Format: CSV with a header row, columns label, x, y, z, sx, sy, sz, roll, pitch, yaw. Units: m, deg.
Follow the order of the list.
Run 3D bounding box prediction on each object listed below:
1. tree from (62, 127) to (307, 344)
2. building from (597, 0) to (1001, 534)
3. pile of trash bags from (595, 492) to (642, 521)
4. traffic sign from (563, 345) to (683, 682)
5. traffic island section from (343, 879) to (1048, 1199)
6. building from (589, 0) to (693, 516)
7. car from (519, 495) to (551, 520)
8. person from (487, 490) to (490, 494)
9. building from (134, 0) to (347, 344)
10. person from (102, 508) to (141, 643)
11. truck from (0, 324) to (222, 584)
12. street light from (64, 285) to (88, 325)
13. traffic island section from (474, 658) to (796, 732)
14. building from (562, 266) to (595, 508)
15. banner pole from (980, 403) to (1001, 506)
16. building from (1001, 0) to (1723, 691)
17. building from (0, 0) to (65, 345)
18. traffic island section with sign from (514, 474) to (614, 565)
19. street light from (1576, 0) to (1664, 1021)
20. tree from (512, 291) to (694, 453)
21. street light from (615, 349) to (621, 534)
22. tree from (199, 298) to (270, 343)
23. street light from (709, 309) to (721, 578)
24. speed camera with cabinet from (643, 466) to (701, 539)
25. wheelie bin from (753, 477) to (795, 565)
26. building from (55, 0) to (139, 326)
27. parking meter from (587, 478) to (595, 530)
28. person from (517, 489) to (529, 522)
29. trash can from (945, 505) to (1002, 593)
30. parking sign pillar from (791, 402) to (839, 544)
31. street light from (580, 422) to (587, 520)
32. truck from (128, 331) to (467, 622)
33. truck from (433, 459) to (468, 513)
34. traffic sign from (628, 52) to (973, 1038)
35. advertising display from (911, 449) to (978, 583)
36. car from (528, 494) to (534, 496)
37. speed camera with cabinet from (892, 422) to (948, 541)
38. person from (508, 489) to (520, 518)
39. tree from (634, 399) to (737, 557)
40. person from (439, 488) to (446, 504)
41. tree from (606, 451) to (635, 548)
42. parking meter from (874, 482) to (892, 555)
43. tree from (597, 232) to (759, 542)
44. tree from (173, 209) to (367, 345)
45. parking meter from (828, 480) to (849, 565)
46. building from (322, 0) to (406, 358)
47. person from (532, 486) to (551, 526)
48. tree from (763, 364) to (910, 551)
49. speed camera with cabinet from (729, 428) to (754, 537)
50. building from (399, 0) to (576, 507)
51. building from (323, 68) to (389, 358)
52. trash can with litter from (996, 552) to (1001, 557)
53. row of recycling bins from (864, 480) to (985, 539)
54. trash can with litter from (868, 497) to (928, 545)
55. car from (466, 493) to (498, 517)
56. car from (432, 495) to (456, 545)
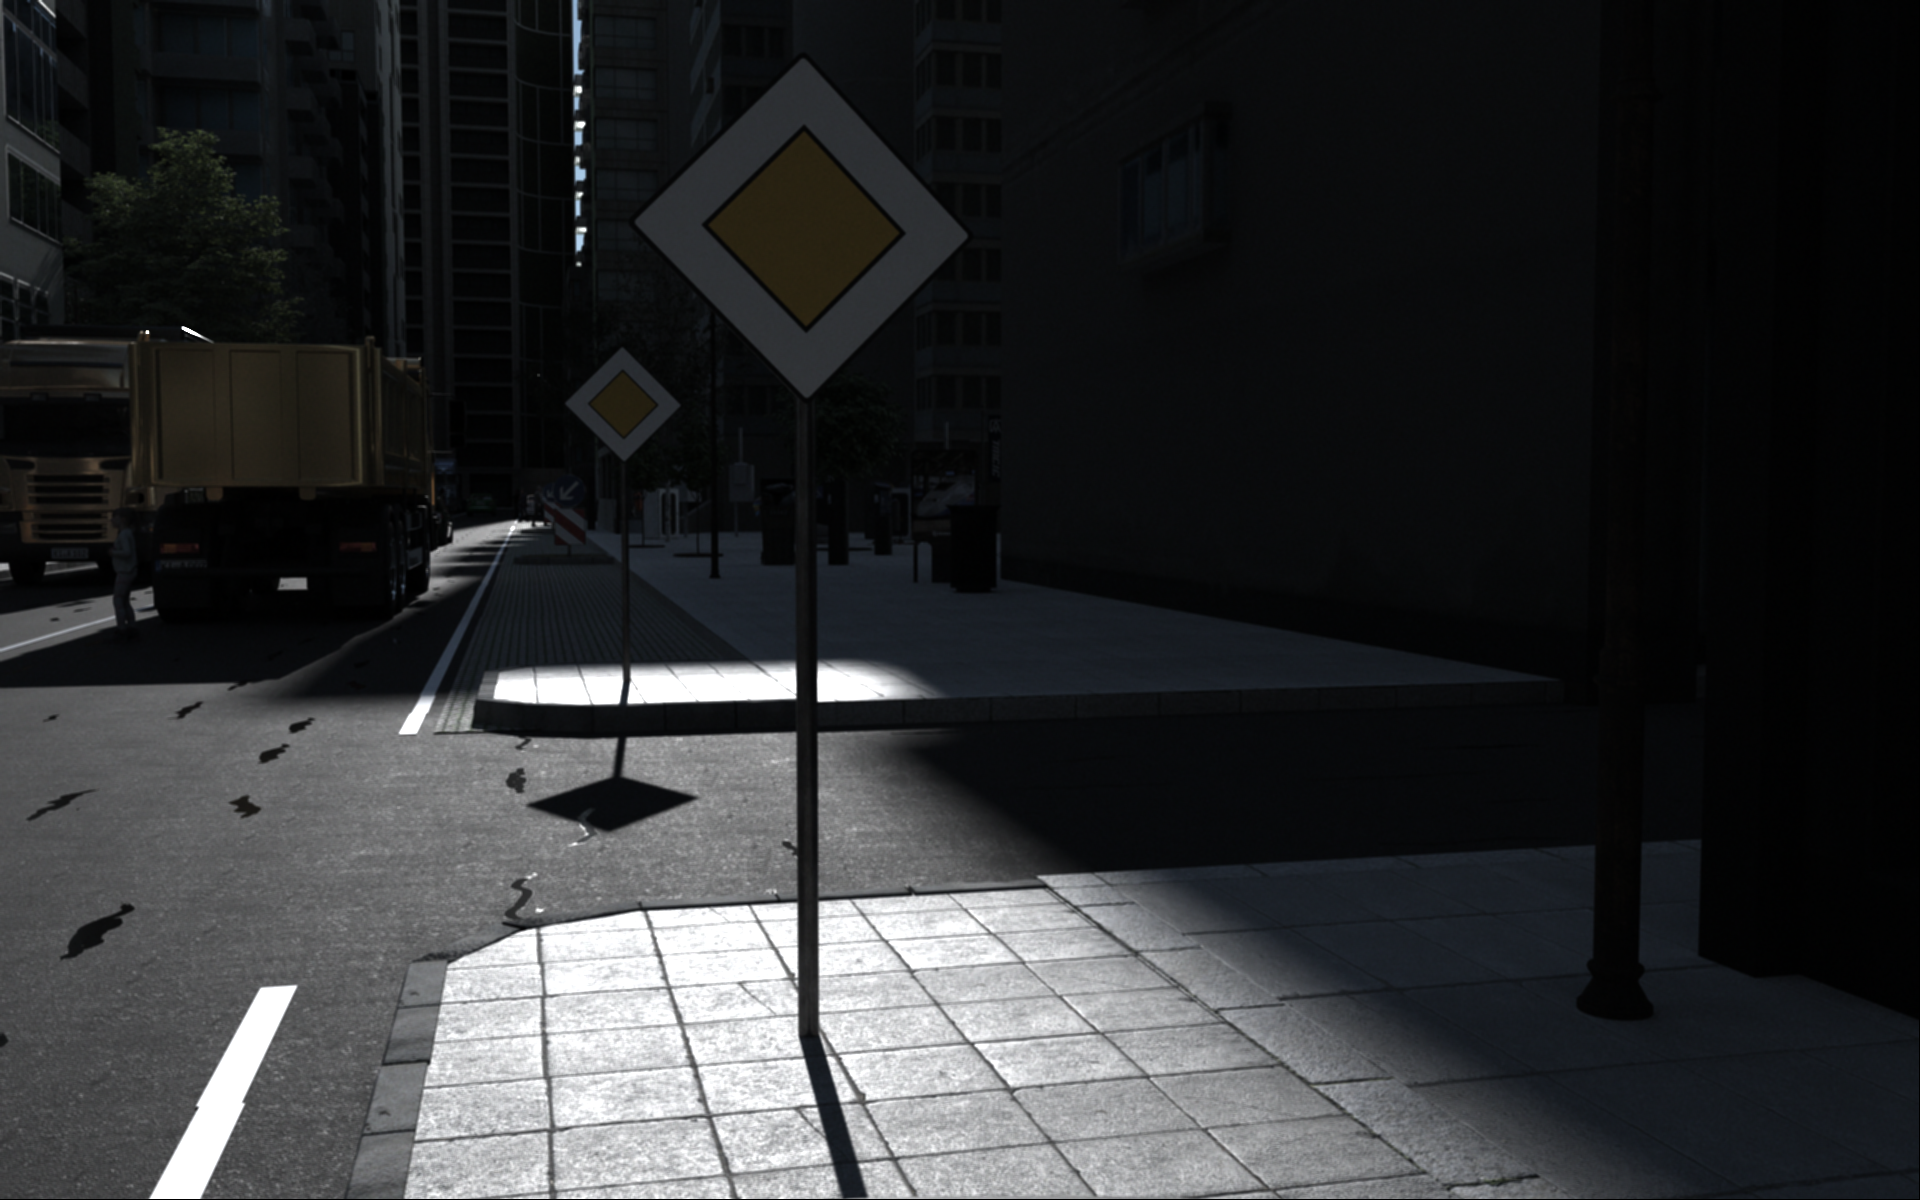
label,x,y,z,sx,sy,sz,roll,pitch,yaw
tree,-24.112,-8.298,53.802,7.486,12.596,7.792,0,3,0
building,2.628,-22.885,66.046,32.217,40.220,23.993,-1,4,-14
pile of trash bags,-16.130,-4.454,82.575,1.912,1.369,3.447,2,4,25
traffic sign,-2.285,-0.499,11.796,0.795,2.450,0.064,-1,4,-14
traffic island section,-0.341,1.110,4.128,2.009,0.180,2.903,-1,4,-14
building,-13.118,-25.157,94.906,14.154,41.232,14.086,-1,4,-14
car,-23.616,-5.180,97.059,2.083,1.381,4.827,-1,4,-16
person,-36.103,-7.528,132.305,0.721,1.735,1.217,2,4,26
building,-46.044,-29.000,93.756,23.786,49.044,30.456,-1,4,-14
person,-8.098,-0.241,16.725,0.394,1.301,0.425,-3,5,-40
truck,-14.710,-2.575,31.017,2.839,4.237,11.283,-1,4,-14
street light,-19.584,-4.021,38.538,0.468,5.910,1.993,-1,4,-14
traffic island section,-2.264,0.636,11.879,2.009,0.180,2.903,-1,4,-14
building,-19.630,-18.569,148.642,27.650,21.520,28.899,-1,4,-14
banner pole,0.849,-3.547,48.016,0.863,3.779,0.401,-1,4,-15
building,11.851,-24.424,23.030,21.600,48.544,21.300,-1,4,-14
building,-88.168,-50.201,133.460,31.000,86.520,22.319,-1,4,-14
traffic island section with sign,-8.189,-1.659,35.758,1.989,1.847,2.006,-1,4,-14
street light,1.628,-1.917,4.128,0.468,5.910,1.993,-1,4,-14
tree,-15.980,-8.844,79.007,8.767,10.594,7.601,-1,4,-17
street light,-10.962,-5.050,55.357,0.468,5.910,1.993,-1,4,-14
tree,-26.917,-6.875,62.773,4.360,8.622,3.978,0,3,0
street light,-3.741,-3.271,26.264,0.468,5.910,1.993,-1,4,-14
speed camera with cabinet,-8.285,-3.401,49.936,0.660,3.252,2.038,2,4,28
wheelie bin,-3.264,-1.438,31.425,0.980,1.594,0.693,0,4,-6
building,-37.113,-17.594,59.360,14.160,30.474,14.107,-1,4,-14
parking meter,-13.209,-3.443,61.997,0.255,1.863,0.399,-1,4,-18
person,-22.756,-4.939,90.172,0.541,1.710,0.530,3,5,43
trash can,0.178,-0.673,22.654,0.748,1.137,0.748,0,3,0
parking sign pillar,-3.721,-3.450,44.875,1.447,3.967,1.447,0,4,-3
street light,-18.335,-6.854,84.850,0.468,5.910,1.993,-1,4,-14
truck,-8.573,-1.667,23.174,3.469,3.379,9.791,-1,4,-13
truck,-40.556,-9.000,136.913,2.967,4.110,18.799,-1,4,-12
traffic sign,-0.362,-0.025,4.045,0.795,2.450,0.064,-1,4,-14
advertising display,-0.223,-1.211,25.017,0.974,1.923,0.123,1,4,9
car,-37.323,-8.691,152.316,2.015,1.641,3.980,-1,4,-14
speed camera with cabinet,-1.086,-3.261,47.646,2.038,3.252,0.660,1,4,23
person,-26.447,-5.734,103.066,1.217,1.723,0.721,3,4,36
tree,-5.532,-2.507,35.592,1.663,3.219,1.824,0,3,0
person,-27.420,-5.068,92.087,0.721,1.735,1.217,-1,4,-14
tree,-7.545,-2.885,41.763,1.663,3.219,1.824,0,3,0
parking meter,-1.615,-1.714,36.436,0.372,1.533,0.369,0,3,0
tree,-7.595,-5.860,46.166,4.360,8.622,3.978,0,3,0
tree,-30.225,-10.106,75.607,12.009,13.543,11.850,0,3,0
parking meter,-2.206,-1.406,31.406,0.372,1.533,0.369,0,3,0
building,-59.075,-33.605,138.674,27.495,52.752,28.713,-1,4,-14
person,-18.665,-4.170,77.072,0.834,1.777,0.661,0,4,3
tree,-2.822,-3.423,39.684,4.285,4.588,4.351,0,3,0
speed camera with cabinet,-5.832,-3.511,51.737,2.038,3.252,0.660,0,4,2
building,-48.957,-44.922,172.732,20.611,71.187,20.563,-1,4,-14
building,-46.589,-21.125,117.100,14.160,30.474,14.107,-1,4,-14
trash can with litter,1.139,-1.515,35.823,1.678,1.210,2.233,1,4,14
row of recycling bins,-1.022,-2.604,49.681,3.534,1.692,1.069,-1,4,-20
trash can with litter,-1.361,-2.021,44.095,2.233,1.210,1.678,-1,4,-13
car,-30.978,-6.321,112.151,1.959,1.807,4.718,-1,4,-13
car,-15.521,-2.440,49.681,2.009,1.686,4.222,-1,4,-13
